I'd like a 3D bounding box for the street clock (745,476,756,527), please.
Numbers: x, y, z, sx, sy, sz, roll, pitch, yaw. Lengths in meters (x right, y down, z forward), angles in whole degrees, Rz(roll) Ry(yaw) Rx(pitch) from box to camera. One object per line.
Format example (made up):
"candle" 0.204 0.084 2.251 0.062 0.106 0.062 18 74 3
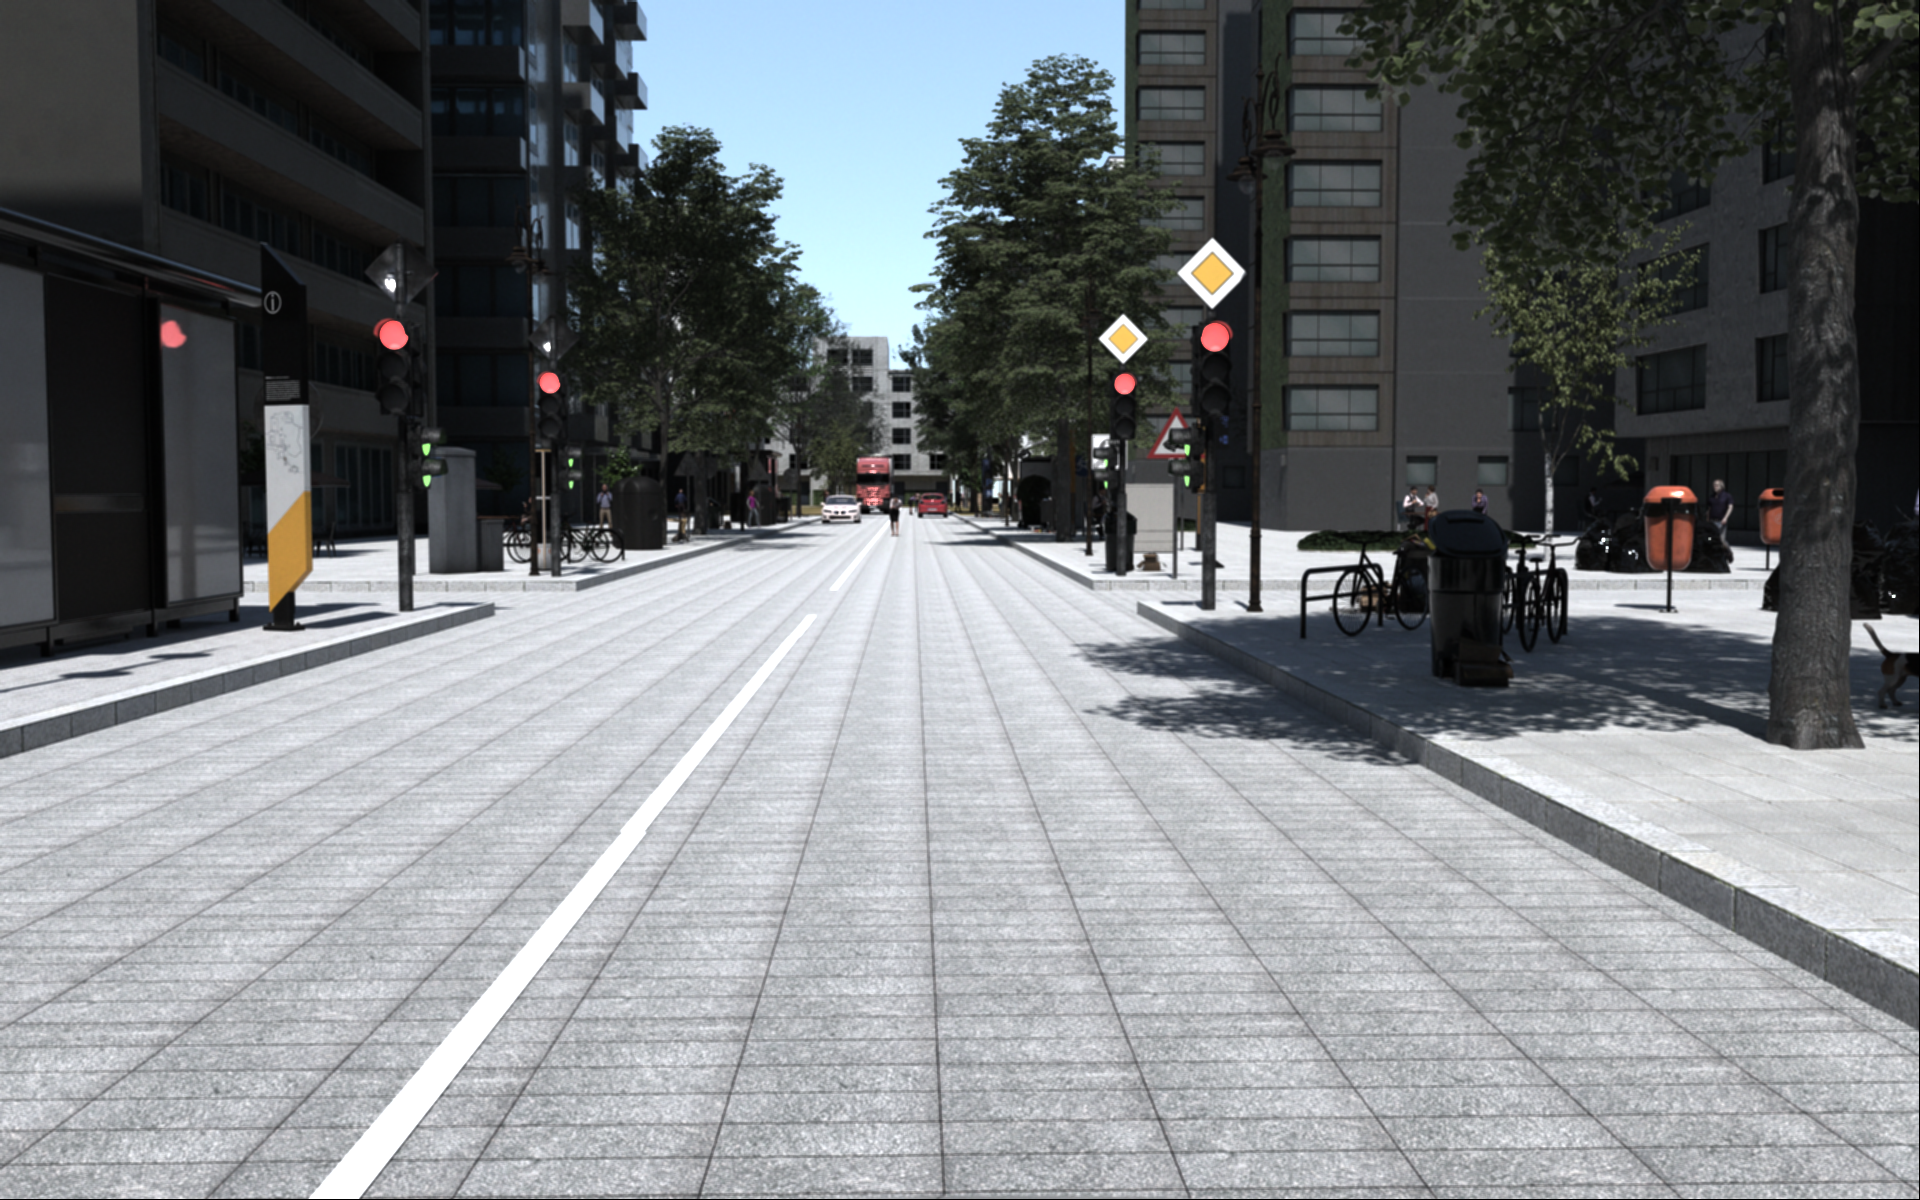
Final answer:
"street clock" -8.204 -3.869 67.830 0.358 2.002 0.471 1 4 21

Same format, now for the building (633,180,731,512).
"building" -31.424 -16.794 118.560 27.936 21.610 32.646 0 4 -2

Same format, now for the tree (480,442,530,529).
"tree" -17.072 -4.269 64.402 1.663 3.219 1.824 0 3 0

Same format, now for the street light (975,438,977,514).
"street light" 0.942 -7.894 101.850 0.468 5.910 1.993 0 4 -2

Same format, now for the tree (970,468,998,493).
"tree" 1.557 -6.969 108.542 1.663 3.219 1.824 0 3 0

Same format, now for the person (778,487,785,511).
"person" -13.778 -7.697 131.896 0.705 1.824 1.348 3 5 41

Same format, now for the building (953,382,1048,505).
"building" 5.007 -21.176 202.650 11.380 20.091 16.016 0 4 -2

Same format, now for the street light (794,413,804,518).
"street light" -8.641 -7.354 93.032 0.468 5.910 1.993 0 4 -2

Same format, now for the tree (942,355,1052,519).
"tree" 2.516 -9.533 90.285 7.601 10.594 8.767 2 4 25

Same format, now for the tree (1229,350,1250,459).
"tree" 14.043 -7.812 78.095 4.360 8.622 3.978 0 3 0

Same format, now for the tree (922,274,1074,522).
"tree" 2.358 -9.372 78.980 9.928 11.665 9.643 0 3 0

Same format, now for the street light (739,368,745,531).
"street light" -7.592 -5.349 60.248 0.468 5.910 1.993 0 4 -2

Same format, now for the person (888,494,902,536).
"person" -2.224 -2.888 58.911 0.628 1.438 0.799 -3 4 -38

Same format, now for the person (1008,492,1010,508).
"person" 4.351 -9.023 156.823 0.557 1.426 1.065 -1 4 -14

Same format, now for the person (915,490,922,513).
"person" -3.308 -7.669 134.593 1.217 1.736 0.721 -1 4 -10

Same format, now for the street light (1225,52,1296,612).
"street light" 3.219 -2.810 18.736 0.468 5.910 1.993 0 4 -2

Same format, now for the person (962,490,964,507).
"person" 0.422 -10.375 176.607 0.436 1.711 0.756 2 4 27

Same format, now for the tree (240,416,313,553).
"tree" -14.939 -2.643 37.811 1.663 3.219 1.824 0 3 0

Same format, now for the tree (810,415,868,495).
"tree" -10.596 -12.718 158.300 4.737 8.622 4.395 0 3 0

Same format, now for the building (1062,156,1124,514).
"building" 22.483 -16.986 121.690 27.936 21.610 32.646 0 4 -2

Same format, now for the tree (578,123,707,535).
"tree" -8.244 -8.317 54.116 7.486 12.596 7.792 0 3 0

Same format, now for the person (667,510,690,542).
"person" -7.558 -1.980 46.336 0.695 0.859 0.347 0 4 0

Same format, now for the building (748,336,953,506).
"building" -16.732 -20.529 202.106 31.486 18.905 16.747 0 4 -2

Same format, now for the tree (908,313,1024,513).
"tree" 0.966 -12.800 115.930 9.857 13.997 8.962 0 3 0

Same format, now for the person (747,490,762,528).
"person" -7.726 -3.433 65.409 0.776 1.435 0.726 3 4 36

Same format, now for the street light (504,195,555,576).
"street light" -6.709 -3.324 27.130 0.468 5.910 1.993 0 4 -2

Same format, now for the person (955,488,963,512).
"person" -0.078 -7.203 124.724 0.530 1.710 0.541 0 4 -6

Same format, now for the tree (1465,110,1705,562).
"tree" 11.179 -5.007 32.232 4.737 8.622 4.395 0 3 0

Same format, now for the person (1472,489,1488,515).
"person" 13.984 -2.282 46.590 0.421 1.427 0.697 1 4 21

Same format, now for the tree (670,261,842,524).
"tree" -8.906 -9.082 74.243 9.928 11.665 9.643 0 3 0

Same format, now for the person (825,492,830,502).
"person" -7.242 -5.158 94.902 0.319 1.574 0.516 -1 4 -15

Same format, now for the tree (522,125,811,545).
"tree" -7.166 -6.651 43.158 7.601 10.594 8.767 -2 4 -32

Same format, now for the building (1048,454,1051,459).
"building" 21.608 -18.978 154.264 27.936 21.610 32.646 0 4 -2

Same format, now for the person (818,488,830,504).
"person" -10.858 -8.114 139.220 1.217 1.766 0.721 2 4 30

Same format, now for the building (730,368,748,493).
"building" -25.279 -17.391 140.756 16.016 20.091 11.380 0 4 -2

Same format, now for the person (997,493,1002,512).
"person" 2.307 -5.440 98.891 0.340 1.345 0.435 -3 5 -44

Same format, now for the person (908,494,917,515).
"person" -3.298 -6.613 119.859 0.697 1.427 0.421 -3 4 -39

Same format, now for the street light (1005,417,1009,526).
"street light" 1.879 -5.888 69.062 0.468 5.910 1.993 0 4 -2

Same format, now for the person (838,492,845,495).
"person" -11.233 -9.635 163.657 1.350 1.814 0.705 2 4 34

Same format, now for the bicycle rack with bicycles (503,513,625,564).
"bicycle rack with bicycles" -7.573 -1.190 32.839 2.925 0.926 2.852 2 4 24

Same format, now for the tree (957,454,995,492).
"tree" 1.196 -8.880 128.899 4.285 4.588 4.351 0 3 0

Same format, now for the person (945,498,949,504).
"person" -1.049 -6.247 113.869 0.697 1.427 0.421 -3 4 -37

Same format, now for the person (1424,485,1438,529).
"person" 13.324 -2.473 48.941 0.387 1.526 0.523 -1 4 -23

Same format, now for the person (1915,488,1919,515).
"person" 12.187 -0.802 21.477 0.709 1.838 0.599 1 4 12

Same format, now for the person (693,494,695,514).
"person" -15.135 -5.458 99.188 0.435 1.345 0.340 3 4 39

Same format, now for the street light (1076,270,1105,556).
"street light" 2.696 -3.865 35.981 0.468 5.910 1.993 0 4 -2

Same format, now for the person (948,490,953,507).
"person" -0.948 -9.983 170.071 0.742 1.727 0.445 3 4 38

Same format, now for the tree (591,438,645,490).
"tree" -11.551 -3.968 59.476 1.663 3.219 1.824 0 3 0

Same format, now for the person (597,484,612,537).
"person" -10.573 -2.665 51.685 0.516 1.574 0.319 0 4 -2

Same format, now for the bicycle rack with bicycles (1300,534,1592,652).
"bicycle rack with bicycles" 4.481 -0.137 15.618 2.852 0.926 2.925 3 4 37

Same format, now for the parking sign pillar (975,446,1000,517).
"parking sign pillar" 1.537 -6.618 96.673 1.447 3.967 1.447 0 4 -6

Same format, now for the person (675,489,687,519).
"person" -12.647 -4.302 79.080 0.574 1.496 0.600 1 4 19

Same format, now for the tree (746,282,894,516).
"tree" -9.362 -11.644 100.756 12.009 13.543 11.850 0 3 0

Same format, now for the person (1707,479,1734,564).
"person" 14.020 -1.440 31.795 0.471 1.553 0.569 0 4 3

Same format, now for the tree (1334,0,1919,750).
"tree" 4.036 -5.545 8.790 7.486 12.596 7.792 0 3 0

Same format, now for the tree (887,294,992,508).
"tree" -0.049 -18.158 152.769 12.611 20.169 13.585 0 3 0
